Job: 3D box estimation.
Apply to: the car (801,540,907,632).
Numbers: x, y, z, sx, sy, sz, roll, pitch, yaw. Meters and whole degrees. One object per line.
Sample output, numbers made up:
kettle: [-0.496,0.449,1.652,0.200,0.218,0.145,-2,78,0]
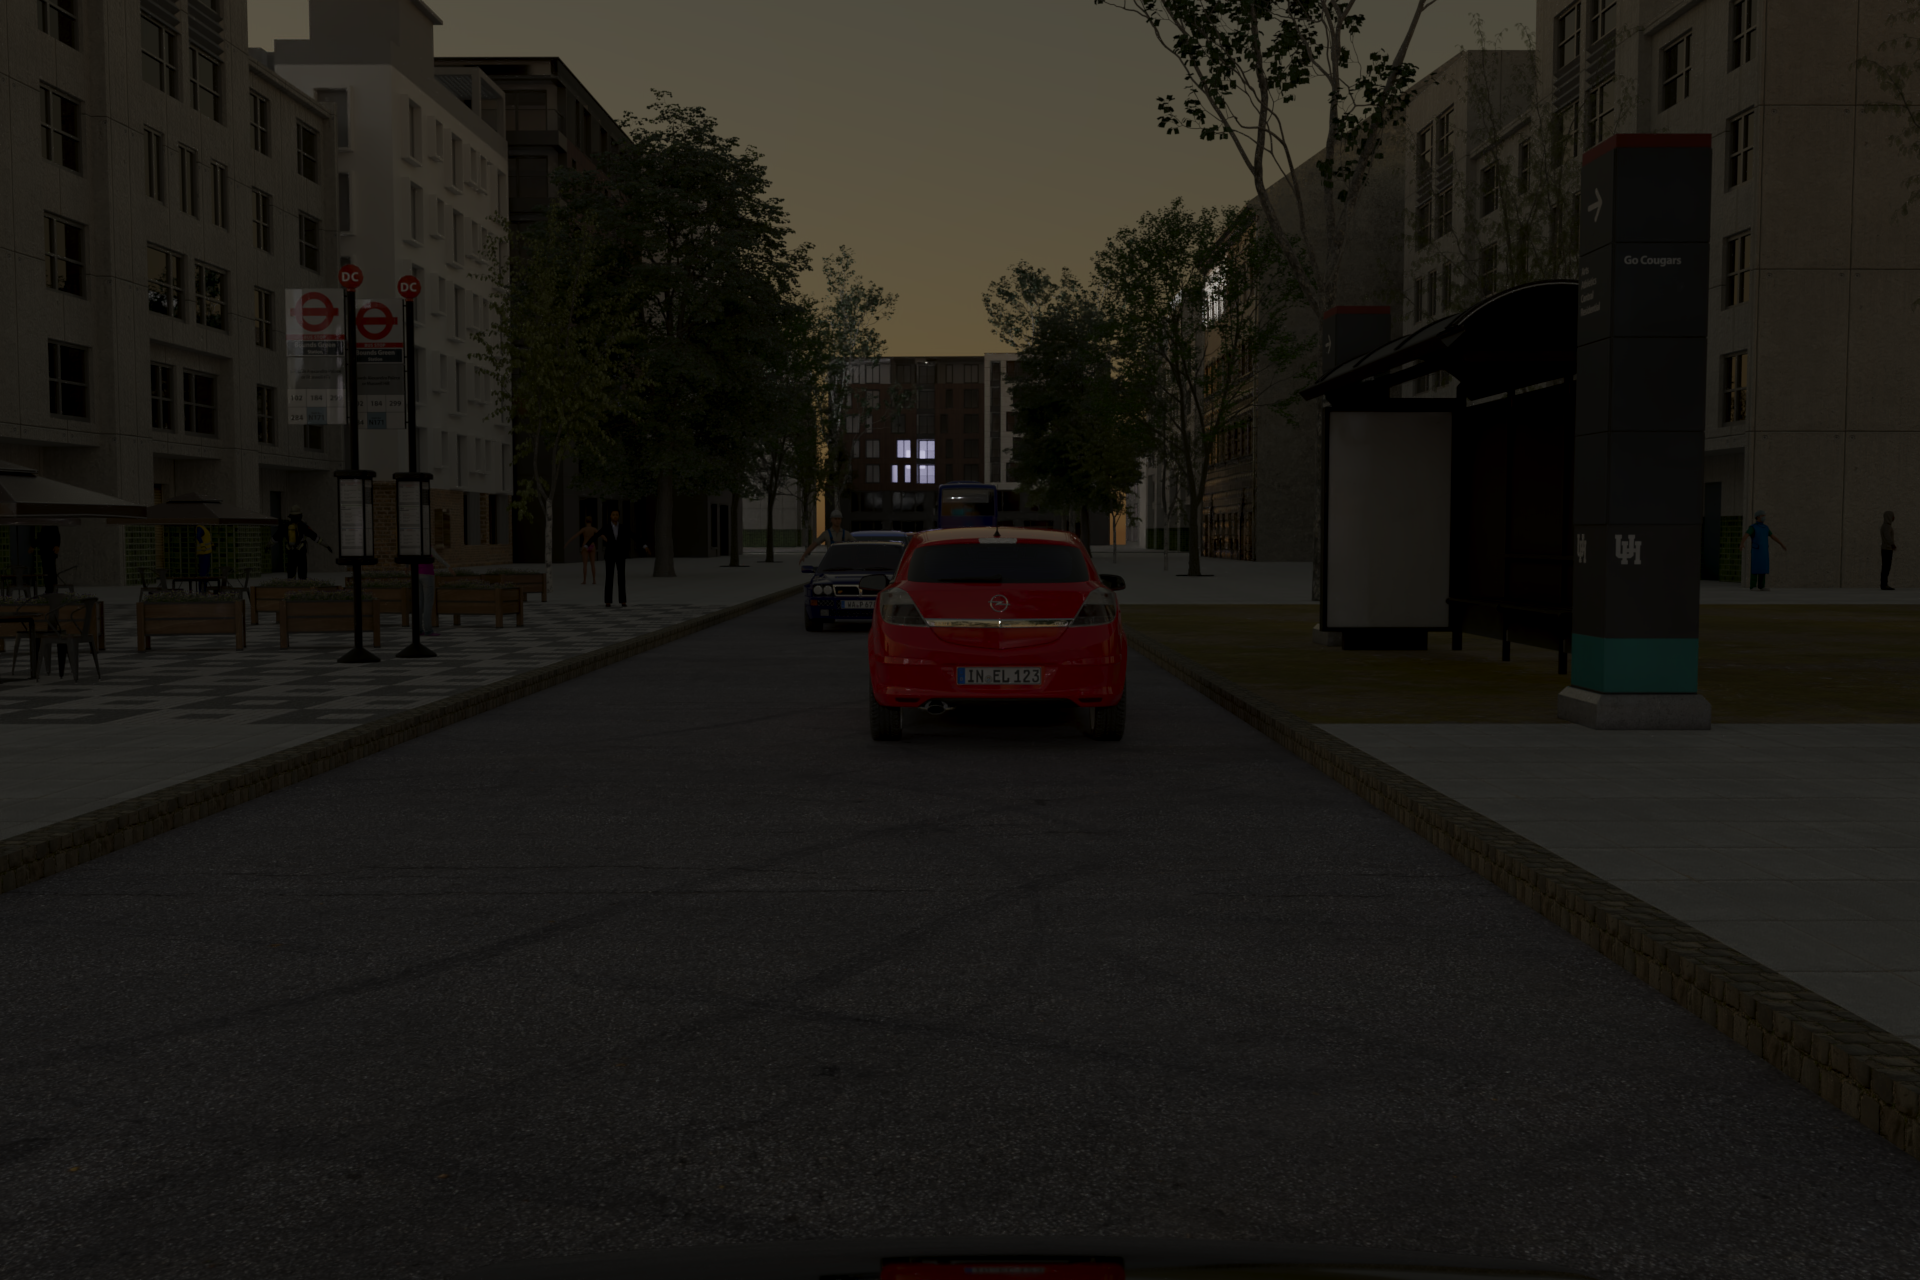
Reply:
car: [-1.423,-0.861,26.665,1.945,1.354,3.894,0,3,0]

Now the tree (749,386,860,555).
tree: [-9.438,-10.355,103.710,7.601,10.594,8.767,0,4,2]

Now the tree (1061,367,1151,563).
tree: [6.646,-7.648,75.410,4.737,8.622,4.395,0,3,0]

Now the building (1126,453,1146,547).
building: [21.667,-13.702,166.173,9.099,9.664,28.070,0,3,0]

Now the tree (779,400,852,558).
tree: [-8.084,-8.750,93.428,4.737,8.622,4.395,0,3,0]

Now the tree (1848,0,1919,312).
tree: [10.721,-4.113,17.617,4.360,8.622,3.978,0,3,0]

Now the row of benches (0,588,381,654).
row of benches: [-8.390,-0.225,19.140,4.104,0.672,1.422,-1,4,-19]

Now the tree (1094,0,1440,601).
tree: [5.784,-10.866,33.544,12.611,20.169,13.585,0,3,0]

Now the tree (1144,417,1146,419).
tree: [25.026,-21.313,204.359,12.611,20.169,13.585,0,3,0]

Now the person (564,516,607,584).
person: [-9.507,-2.291,44.260,1.217,1.733,0.721,-2,4,-27]

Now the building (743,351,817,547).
building: [-24.474,-19.297,181.960,16.747,18.905,31.486,0,4,-1]

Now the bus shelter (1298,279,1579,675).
bus shelter: [4.769,-1.383,16.543,2.014,3.302,5.546,0,3,0]

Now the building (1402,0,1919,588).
building: [26.947,-11.619,56.435,16.747,18.905,31.486,0,4,-1]

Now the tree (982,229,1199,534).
tree: [8.280,-15.349,106.839,12.611,20.169,13.585,0,3,0]

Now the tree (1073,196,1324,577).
tree: [7.216,-7.743,52.353,9.928,11.665,9.643,0,3,0]

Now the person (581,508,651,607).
person: [-6.072,-1.457,30.550,1.216,1.740,0.721,-1,4,-19]

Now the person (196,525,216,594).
person: [-15.789,-1.828,36.359,0.721,1.772,1.216,-1,4,-13]

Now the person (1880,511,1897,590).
person: [21.283,-2.053,39.694,0.705,1.813,1.348,2,4,24]

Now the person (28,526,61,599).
person: [-17.950,-1.702,34.058,1.346,1.802,0.704,3,5,42]

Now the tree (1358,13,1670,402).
tree: [8.381,-4.530,24.431,4.360,8.622,3.978,0,3,0]

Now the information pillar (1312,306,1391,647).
information pillar: [4.556,-1.874,20.014,0.750,3.857,0.750,0,4,-2]

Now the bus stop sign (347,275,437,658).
bus stop sign: [-5.894,-1.789,17.959,0.855,3.939,0.416,0,4,1]

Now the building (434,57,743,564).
building: [-27.545,-15.104,90.920,27.936,21.610,32.646,0,4,1]

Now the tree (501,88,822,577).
tree: [-8.849,-8.866,51.619,9.857,13.997,8.962,0,3,0]

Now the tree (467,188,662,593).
tree: [-8.916,-5.360,37.990,4.737,8.622,4.395,0,3,0]

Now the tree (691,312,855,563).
tree: [-8.417,-9.301,77.822,9.928,11.665,9.643,0,3,0]

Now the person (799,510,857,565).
person: [-2.110,-1.306,29.660,1.347,1.847,0.705,-1,4,-15]

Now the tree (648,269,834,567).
tree: [-8.642,-8.658,67.319,9.928,11.665,9.643,0,3,0]

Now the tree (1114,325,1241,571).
tree: [7.018,-6.748,60.687,4.360,8.622,3.978,0,3,0]

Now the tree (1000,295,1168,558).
tree: [6.691,-11.335,91.977,9.857,13.997,8.962,0,3,0]

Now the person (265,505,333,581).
person: [-13.286,-1.770,34.722,1.354,1.856,0.705,0,4,0]

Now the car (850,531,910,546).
car: [-1.576,-1.438,33.107,1.945,1.707,3.694,0,4,0]

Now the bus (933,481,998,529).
bus: [0.223,-5.364,79.247,2.896,3.916,12.251,0,4,-1]

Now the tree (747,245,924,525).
tree: [-8.887,-15.915,116.107,12.611,20.169,13.585,0,3,0]

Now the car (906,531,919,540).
car: [-1.292,-2.689,53.013,2.155,1.783,4.494,0,4,0]

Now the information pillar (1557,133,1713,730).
information pillar: [4.537,-1.358,11.582,0.750,3.857,0.750,0,4,0]

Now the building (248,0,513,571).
building: [-24.152,-12.508,60.920,16.016,20.090,11.380,0,4,1]

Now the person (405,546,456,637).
person: [-6.674,-0.764,21.752,0.991,1.433,0.599,3,4,37]

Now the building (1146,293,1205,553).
building: [24.369,-16.334,133.512,16.747,18.905,31.486,0,4,0]

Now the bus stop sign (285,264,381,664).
bus stop sign: [-6.243,-1.745,17.233,0.855,3.939,0.416,0,4,-1]

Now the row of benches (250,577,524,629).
row of benches: [-8.124,-0.539,24.269,4.104,0.672,1.422,1,4,15]

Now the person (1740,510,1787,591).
person: [17.975,-2.004,38.887,1.347,1.817,0.704,-1,4,-22]

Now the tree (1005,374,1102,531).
tree: [7.006,-12.264,118.648,7.486,12.596,7.792,0,3,0]

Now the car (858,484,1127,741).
car: [0.258,-0.272,13.486,2.155,1.783,4.494,0,3,0]

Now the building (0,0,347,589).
building: [-28.899,-10.736,41.990,16.747,18.905,31.486,0,4,0]

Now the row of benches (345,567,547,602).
row of benches: [-9.220,-0.956,31.086,1.422,0.672,4.104,3,4,36]

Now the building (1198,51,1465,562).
building: [22.863,-15.741,88.294,19.493,23.208,18.063,0,4,0]

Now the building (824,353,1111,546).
building: [1.268,-22.110,207.933,32.646,21.610,27.936,0,4,3]
